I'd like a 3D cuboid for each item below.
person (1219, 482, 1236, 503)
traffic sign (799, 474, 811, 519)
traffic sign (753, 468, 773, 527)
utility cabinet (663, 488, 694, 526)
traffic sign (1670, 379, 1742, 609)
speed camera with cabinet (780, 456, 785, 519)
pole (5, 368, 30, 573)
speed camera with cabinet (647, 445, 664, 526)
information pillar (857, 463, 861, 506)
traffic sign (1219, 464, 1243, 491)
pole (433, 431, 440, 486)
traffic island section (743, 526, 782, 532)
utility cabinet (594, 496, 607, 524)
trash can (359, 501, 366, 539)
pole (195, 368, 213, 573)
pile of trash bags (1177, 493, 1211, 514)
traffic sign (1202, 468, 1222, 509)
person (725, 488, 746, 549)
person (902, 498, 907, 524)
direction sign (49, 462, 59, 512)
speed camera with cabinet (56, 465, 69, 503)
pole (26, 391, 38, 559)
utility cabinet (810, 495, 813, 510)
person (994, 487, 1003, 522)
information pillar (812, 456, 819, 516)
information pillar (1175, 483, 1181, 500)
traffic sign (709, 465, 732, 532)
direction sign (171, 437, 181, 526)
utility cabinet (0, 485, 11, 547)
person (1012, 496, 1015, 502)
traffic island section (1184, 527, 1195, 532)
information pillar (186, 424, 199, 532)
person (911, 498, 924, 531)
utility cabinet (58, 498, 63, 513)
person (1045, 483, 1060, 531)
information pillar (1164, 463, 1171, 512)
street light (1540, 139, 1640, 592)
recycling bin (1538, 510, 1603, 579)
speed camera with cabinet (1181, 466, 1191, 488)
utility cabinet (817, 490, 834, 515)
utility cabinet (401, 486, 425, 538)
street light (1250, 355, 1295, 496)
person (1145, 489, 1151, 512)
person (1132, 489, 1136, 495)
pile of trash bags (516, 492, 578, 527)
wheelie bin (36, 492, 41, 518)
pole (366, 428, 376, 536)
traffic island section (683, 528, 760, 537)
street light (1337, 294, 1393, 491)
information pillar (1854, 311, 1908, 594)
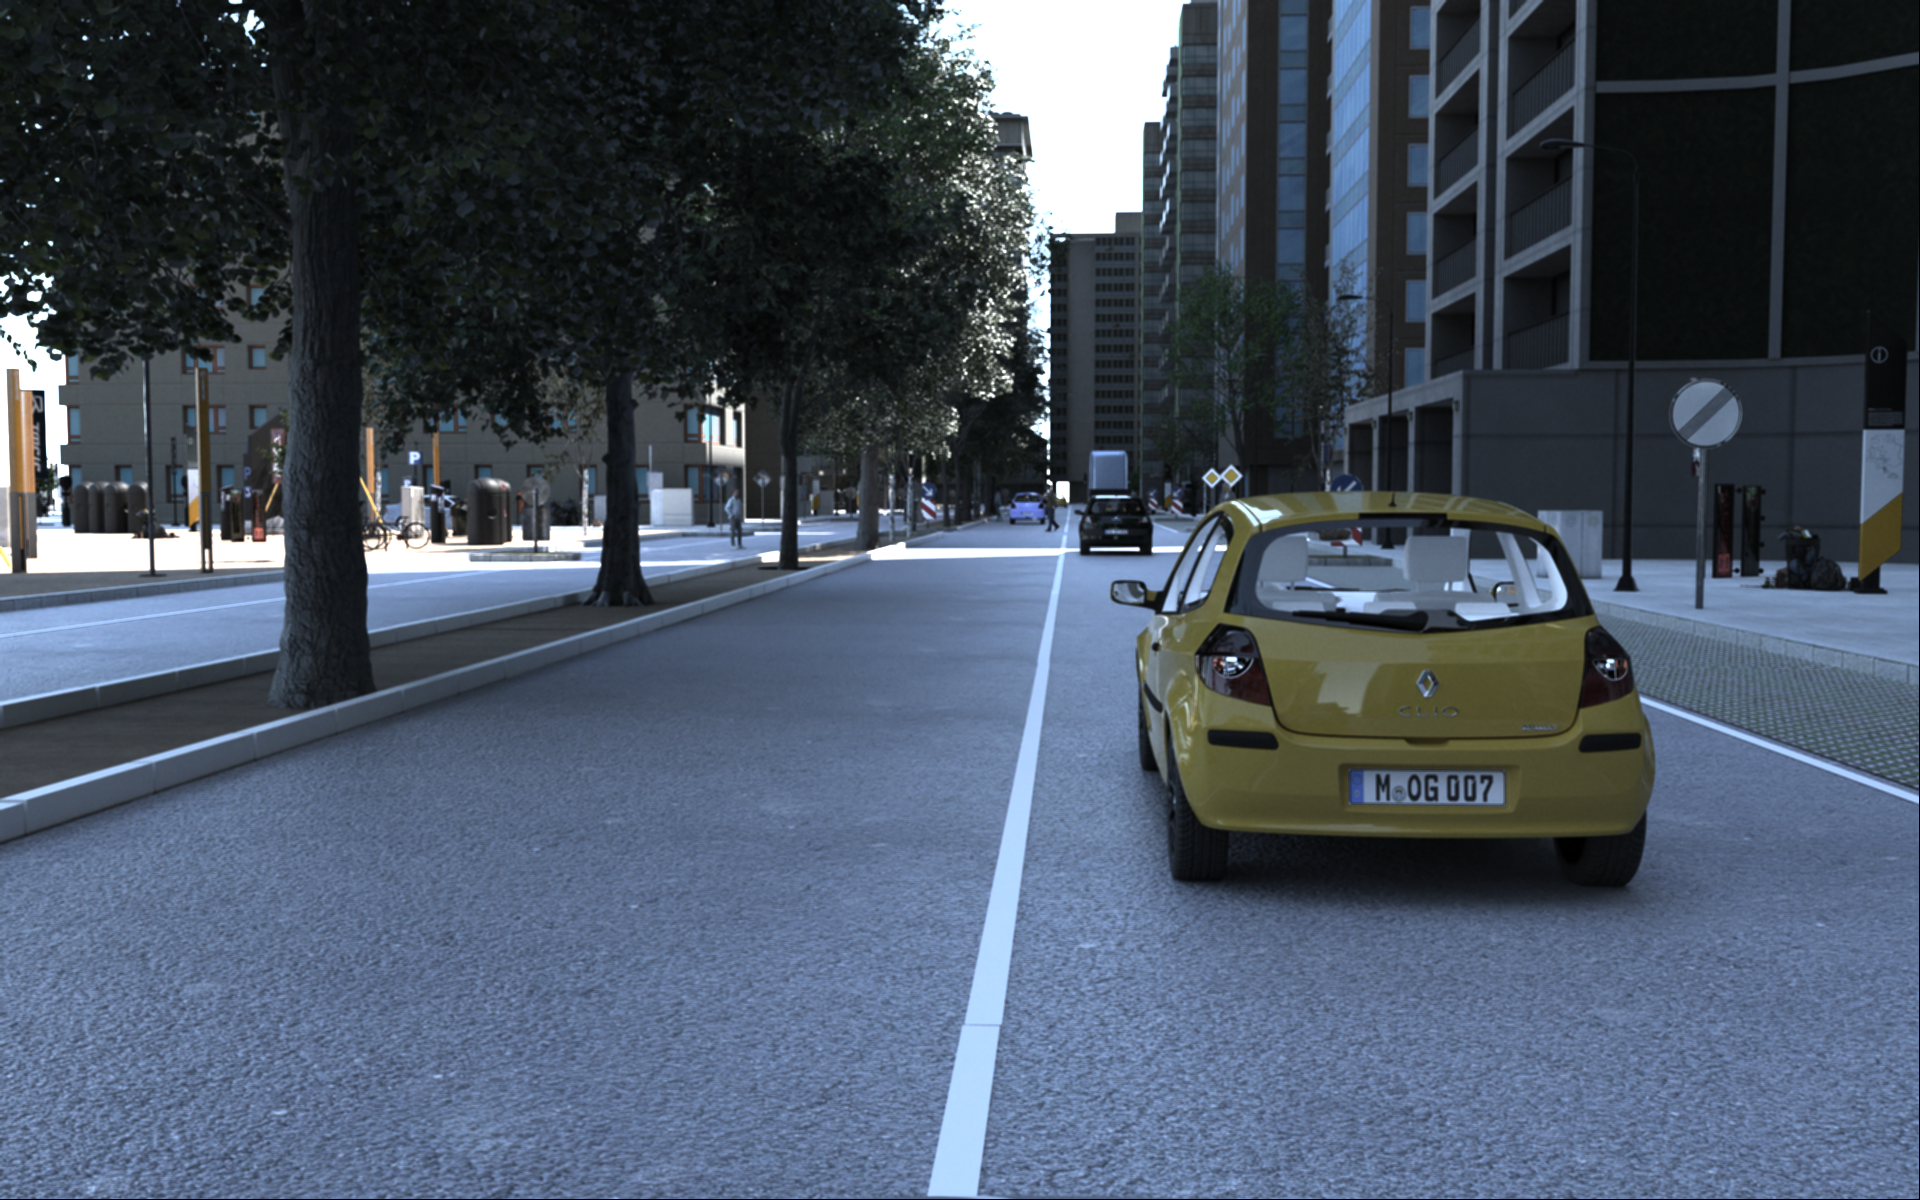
[{"bbox_3d":[8.421,-2.810,54.629,0.537,1.800,0.526,2,4,32],"label":"person"},{"bbox_3d":[-7.976,-5.310,88.941,0.606,2.300,0.079,0,4,6],"label":"traffic sign"},{"bbox_3d":[-7.631,-3.876,67.022,0.795,2.450,0.064,0,4,4],"label":"traffic sign"},{"bbox_3d":[-11.091,-3.649,68.347,1.173,1.500,0.318,1,4,12],"label":"utility cabinet"},{"bbox_3d":[8.266,-1.173,19.287,0.768,2.556,0.104,0,4,6],"label":"traffic sign"},{"bbox_3d":[-8.867,-5.751,88.364,0.660,3.252,2.038,0,4,-5],"label":"speed camera with cabinet"},{"bbox_3d":[-15.299,-2.093,28.072,0.158,3.312,0.155,0,3,0],"label":"pole"},{"bbox_3d":[-12.212,-4.622,69.908,0.660,3.252,2.038,-1,4,-16],"label":"speed camera with cabinet"},{"bbox_3d":[-6.823,-7.814,119.114,0.504,3.616,0.183,-1,4,-10],"label":"information pillar"},{"bbox_3d":[9.059,-3.320,57.921,0.795,2.450,0.064,0,4,4],"label":"traffic sign"},{"bbox_3d":[-16.786,-3.774,55.552,0.158,3.312,0.155,0,3,0],"label":"pole"},{"bbox_3d":[-7.655,-2.740,67.086,2.009,0.180,2.903,0,4,4],"label":"traffic island section"},{"bbox_3d":[-14.556,-3.684,71.396,1.020,1.237,0.306,0,4,-7],"label":"utility cabinet"},{"bbox_3d":[-13.077,-1.551,37.009,0.748,1.137,0.748,0,3,0],"label":"trash can"},{"bbox_3d":[-12.277,-2.097,28.131,0.158,3.312,0.155,0,3,0],"label":"pole"},{"bbox_3d":[15.026,-6.282,112.470,1.912,1.369,3.447,-1,4,-22],"label":"pile of trash bags"},{"bbox_3d":[9.576,-3.807,65.890,0.795,2.450,0.064,0,4,4],"label":"traffic sign"},{"bbox_3d":[-5.847,-2.126,45.066,0.330,1.601,0.589,3,5,42],"label":"person"},{"bbox_3d":[-2.472,-4.512,82.470,0.583,1.804,0.606,-1,4,-9],"label":"person"},{"bbox_3d":[-64.966,-8.090,124.275,0.379,3.537,0.876,1,4,11],"label":"direction sign"},{"bbox_3d":[-45.939,-5.865,90.230,0.660,3.252,2.038,3,4,38],"label":"speed camera with cabinet"},{"bbox_3d":[-18.409,-2.472,34.254,0.158,3.312,0.155,0,3,0],"label":"pole"},{"bbox_3d":[-11.667,-7.906,140.420,1.020,1.237,0.306,1,4,10],"label":"utility cabinet"},{"bbox_3d":[2.006,-5.001,90.527,0.793,1.790,0.793,-3,4,-38],"label":"person"},{"bbox_3d":[-8.507,-6.780,102.205,0.504,3.616,0.183,3,5,42],"label":"information pillar"},{"bbox_3d":[14.688,-6.858,116.621,0.304,2.012,0.304,-2,4,-32],"label":"information pillar"},{"bbox_3d":[-8.148,-3.389,59.054,0.795,2.450,0.064,0,4,4],"label":"traffic sign"},{"bbox_3d":[-31.457,-4.732,69.358,0.379,3.537,0.876,-2,4,-34],"label":"direction sign"},{"bbox_3d":[-23.107,-2.016,41.636,1.173,1.500,0.318,2,4,32],"label":"utility cabinet"},{"bbox_3d":[3.251,-5.676,105.586,0.425,1.301,0.394,-2,4,-30],"label":"person"},{"bbox_3d":[9.600,-2.672,65.965,2.009,0.180,2.903,0,4,4],"label":"traffic island section"},{"bbox_3d":[-25.705,-4.085,58.152,0.504,3.616,0.183,1,4,10],"label":"information pillar"},{"bbox_3d":[-1.662,-3.389,64.395,0.515,1.767,0.782,-1,4,-20],"label":"person"},{"bbox_3d":[-62.371,-6.672,120.243,0.306,1.237,1.020,-3,5,-40],"label":"utility cabinet"},{"bbox_3d":[3.513,-3.570,66.773,0.836,1.842,0.656,-3,5,-44],"label":"person"},{"bbox_3d":[15.239,-8.299,127.036,0.504,3.616,0.183,0,4,3],"label":"information pillar"},{"bbox_3d":[8.293,-3.075,22.812,1.470,5.913,1.316,0,4,4],"label":"street light"},{"bbox_3d":[9.314,-0.851,26.467,0.722,1.027,0.722,-1,4,-10],"label":"recycling bin"},{"bbox_3d":[16.063,-7.934,124.060,0.660,3.252,2.038,0,4,-3],"label":"speed camera with cabinet"},{"bbox_3d":[-8.083,-5.778,103.157,1.173,1.500,0.318,2,4,28],"label":"utility cabinet"},{"bbox_3d":[-15.819,-2.535,50.132,0.318,1.500,1.173,0,4,0],"label":"utility cabinet"},{"bbox_3d":[10.557,-5.213,57.775,1.470,5.913,1.316,0,4,4],"label":"street light"},{"bbox_3d":[14.623,-7.688,134.113,0.656,1.842,0.836,0,4,0],"label":"person"},{"bbox_3d":[13.909,-7.929,137.981,0.795,1.843,0.661,3,5,40],"label":"person"},{"bbox_3d":[-16.745,-3.658,69.566,3.447,1.369,1.912,3,5,41],"label":"pile of trash bags"},{"bbox_3d":[-51.617,-5.422,96.551,0.980,1.594,0.693,0,4,-3],"label":"wheelie bin"},{"bbox_3d":[-18.148,-3.639,53.340,0.158,3.312,0.155,0,3,0],"label":"pole"},{"bbox_3d":[-8.172,-2.253,59.117,2.009,0.180,2.903,0,4,4],"label":"traffic island section"},{"bbox_3d":[9.476,-4.151,40.413,1.470,5.913,1.316,0,4,4],"label":"street light"},{"bbox_3d":[11.828,-1.888,22.221,0.504,3.616,0.183,1,4,9],"label":"information pillar"}]
